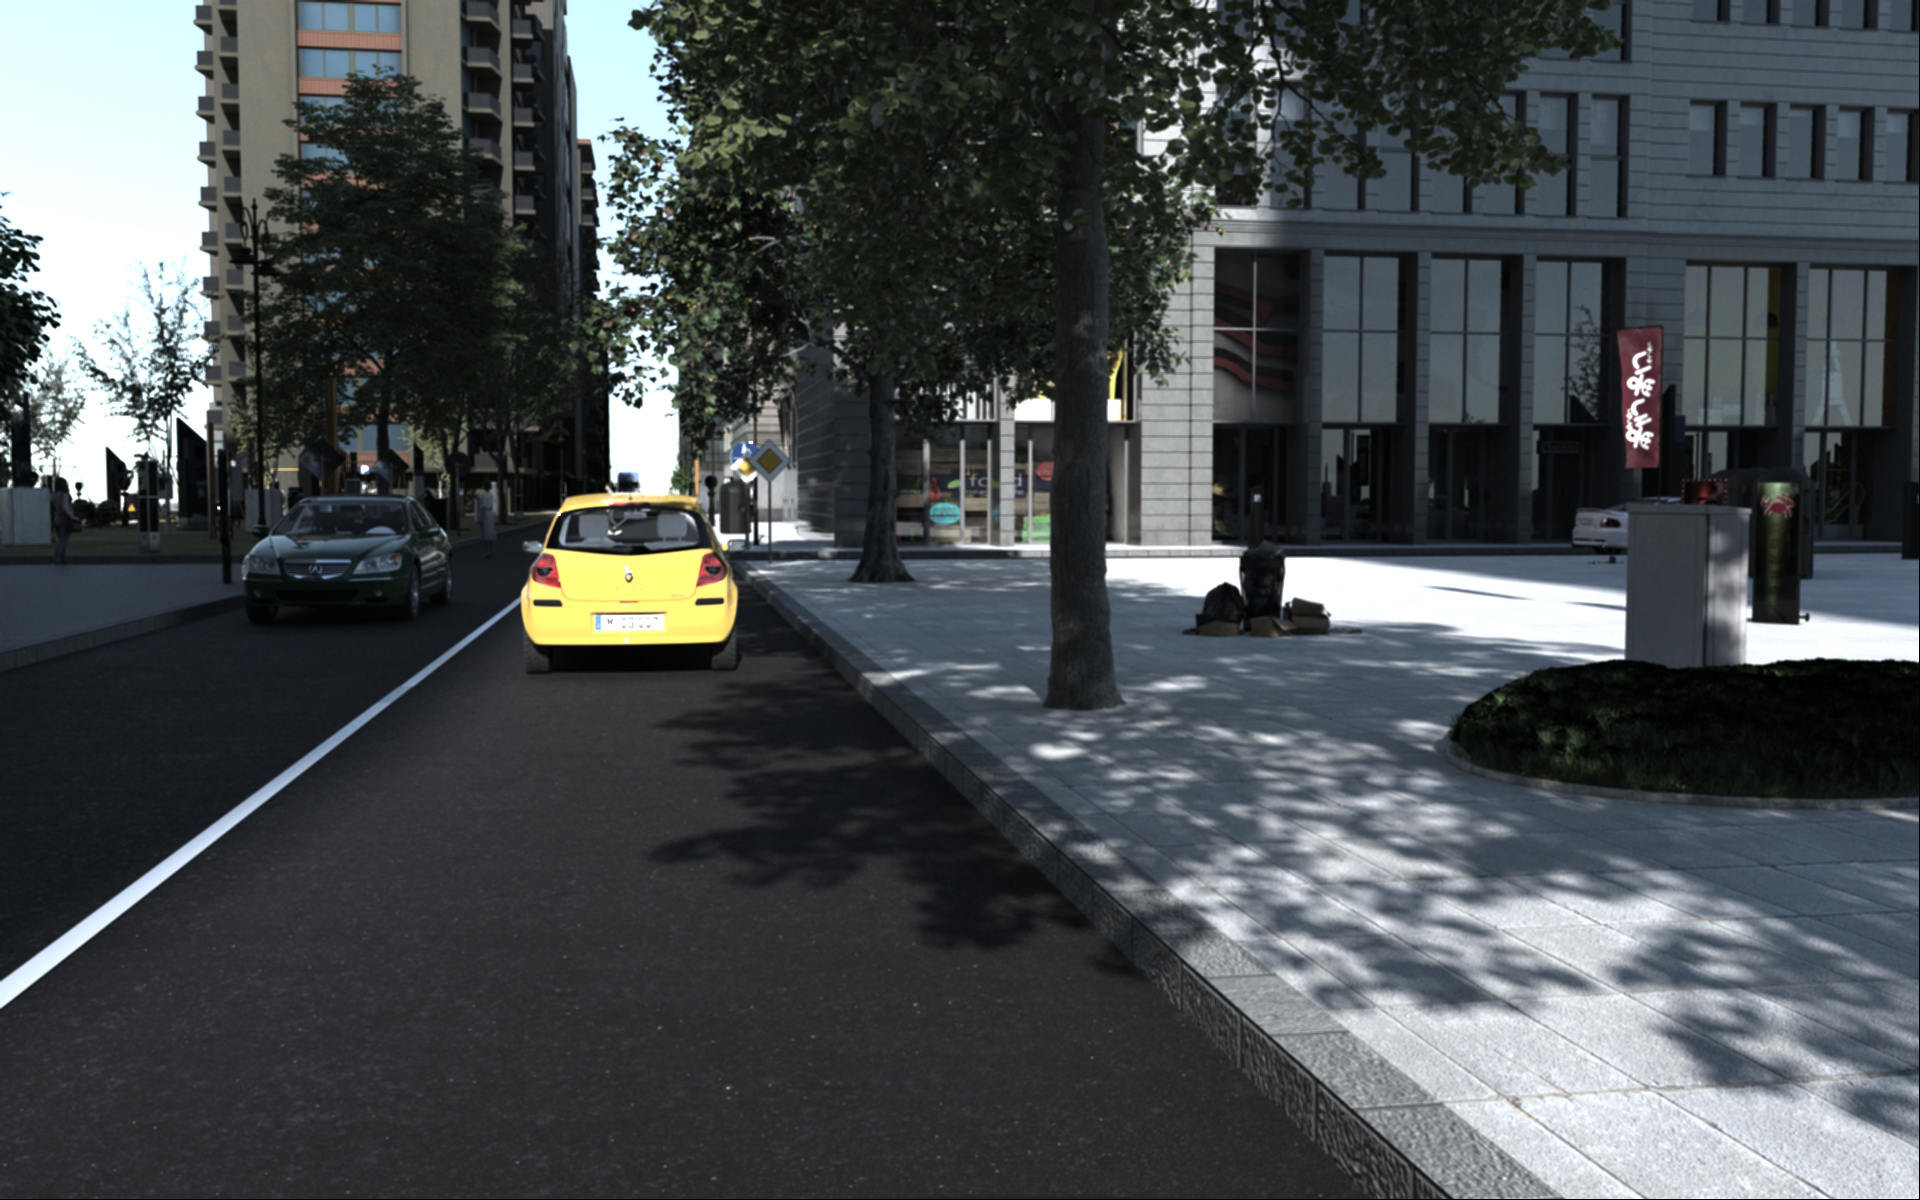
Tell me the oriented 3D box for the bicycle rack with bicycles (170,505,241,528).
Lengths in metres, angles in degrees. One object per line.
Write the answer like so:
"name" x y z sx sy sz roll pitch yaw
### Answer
"bicycle rack with bicycles" -28.229 -3.162 65.085 2.852 0.926 2.925 2 4 25

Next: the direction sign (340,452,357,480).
"direction sign" -32.895 -6.192 93.229 0.876 3.537 0.379 -1 4 -12

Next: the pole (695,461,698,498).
"pole" -15.853 -6.752 104.239 0.158 3.312 0.155 0 3 0

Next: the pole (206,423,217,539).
"pole" -21.463 -3.413 49.639 0.158 3.312 0.155 0 3 0

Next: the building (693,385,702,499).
"building" -12.918 -20.266 176.388 27.650 21.520 28.899 -1 4 -10

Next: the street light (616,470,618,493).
"street light" -52.864 -18.000 267.093 0.468 5.910 1.993 -1 4 -10

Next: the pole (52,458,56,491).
"pole" -51.283 -6.379 98.141 0.158 3.312 0.155 0 3 0

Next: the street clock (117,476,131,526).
"street clock" -33.740 -4.000 69.974 0.471 2.002 0.358 -3 5 -39

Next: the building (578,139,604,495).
"building" -54.732 -33.798 207.214 22.147 44.769 28.867 -1 4 -10

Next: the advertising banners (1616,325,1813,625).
"advertising banners" 7.605 -1.310 17.605 0.090 3.025 2.074 -3 5 -40

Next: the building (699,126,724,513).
"building" -11.685 -21.600 124.864 14.160 30.474 14.107 -1 4 -10

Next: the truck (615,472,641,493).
"truck" -40.465 -13.627 212.560 2.967 4.110 18.799 -1 4 -9

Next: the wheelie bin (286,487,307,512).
"wheelie bin" -31.034 -4.471 81.001 0.980 1.594 0.693 0 4 -7

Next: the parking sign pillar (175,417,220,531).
"parking sign pillar" -27.026 -4.454 61.302 1.447 3.967 1.447 1 4 23

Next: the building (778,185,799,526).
"building" 0.050 -17.090 66.814 14.401 28.519 23.554 -1 4 -10

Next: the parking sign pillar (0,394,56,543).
"parking sign pillar" -24.634 -3.489 45.511 1.447 3.967 1.447 -2 4 -29

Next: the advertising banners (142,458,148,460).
"advertising banners" -37.065 -5.001 77.961 0.090 3.025 2.074 0 4 6

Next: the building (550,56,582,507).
"building" -45.462 -32.003 173.360 14.600 45.320 14.200 -1 4 -10

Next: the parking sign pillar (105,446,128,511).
"parking sign pillar" -47.939 -6.732 98.532 1.447 3.967 1.447 1 4 12

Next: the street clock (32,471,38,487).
"street clock" -28.467 -2.962 52.999 0.358 2.002 0.471 3 5 45

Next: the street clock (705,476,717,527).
"street clock" -9.808 -3.898 68.304 0.471 2.002 0.358 2 4 33

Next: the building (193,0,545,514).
"building" -41.381 -28.705 123.958 22.147 44.769 28.867 -1 4 -10

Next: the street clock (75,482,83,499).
"street clock" -52.267 -6.006 102.770 0.358 2.002 0.471 0 4 0

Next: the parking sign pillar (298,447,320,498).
"parking sign pillar" -31.639 -5.854 84.191 1.447 3.967 1.447 3 5 42

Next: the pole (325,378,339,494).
"pole" -11.111 -2.252 30.670 0.158 3.312 0.155 0 3 0

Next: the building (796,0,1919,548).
"building" 10.603 -16.545 48.005 29.804 29.767 11.434 -1 4 -10

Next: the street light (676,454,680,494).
"street light" -30.364 -13.196 188.535 0.468 5.910 1.993 -1 4 -10

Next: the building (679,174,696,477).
"building" -24.951 -34.784 223.337 22.147 44.769 28.867 -1 4 -10

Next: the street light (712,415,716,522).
"street light" -11.189 -6.462 78.442 0.468 5.910 1.993 -1 4 -10

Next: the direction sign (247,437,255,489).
"direction sign" -28.106 -4.692 68.709 0.379 3.537 0.876 -3 4 -39

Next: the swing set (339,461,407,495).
"swing set" -28.216 -5.208 82.764 3.119 2.851 2.862 0 4 -5

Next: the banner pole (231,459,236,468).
"banner pole" -45.325 -7.187 107.532 0.863 3.779 0.401 -1 4 -16

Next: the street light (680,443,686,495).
"street light" -24.321 -11.054 153.516 0.468 5.910 1.993 -1 4 -10

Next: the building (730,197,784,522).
"building" -6.538 -14.579 87.525 9.793 20.994 18.267 -1 4 -10

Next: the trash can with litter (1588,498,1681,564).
"trash can with litter" 12.689 -1.274 31.896 2.233 1.210 1.678 0 4 7

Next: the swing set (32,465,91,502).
"swing set" -49.536 -5.930 94.574 2.862 2.851 3.119 1 4 22

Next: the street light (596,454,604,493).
"street light" -38.666 -12.992 185.206 0.468 5.910 1.993 -1 4 -10

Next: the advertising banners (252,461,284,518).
"advertising banners" -37.058 -5.895 92.572 0.090 3.025 2.074 2 4 32

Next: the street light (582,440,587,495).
"street light" -32.339 -10.798 149.337 0.468 5.910 1.993 -1 4 -10

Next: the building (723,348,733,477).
"building" -8.962 -15.369 106.042 10.420 20.320 16.860 -1 4 -10

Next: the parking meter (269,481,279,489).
"parking meter" -31.510 -4.519 79.590 0.255 1.863 0.399 3 5 43

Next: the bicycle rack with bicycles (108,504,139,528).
"bicycle rack with bicycles" -32.148 -3.166 65.148 2.852 0.926 2.925 3 4 37

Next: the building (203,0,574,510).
"building" -48.346 -34.387 151.462 28.713 52.752 27.495 -1 4 -10

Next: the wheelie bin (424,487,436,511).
"wheelie bin" -24.835 -4.460 80.823 0.693 1.594 0.980 -1 4 -9

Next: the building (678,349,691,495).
"building" -35.912 -30.142 264.521 14.160 30.474 14.107 -1 4 -10

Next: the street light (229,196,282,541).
"street light" -11.022 -3.330 27.228 0.468 5.910 1.993 -1 4 -10

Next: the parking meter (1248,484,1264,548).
"parking meter" 7.071 -2.014 41.348 0.372 1.533 0.369 0 3 0

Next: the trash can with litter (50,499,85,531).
"trash can with litter" -31.847 -3.078 61.387 1.678 1.210 2.233 1 4 20

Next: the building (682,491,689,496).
"building" -29.586 -49.452 246.789 20.563 71.187 20.611 -1 4 -10

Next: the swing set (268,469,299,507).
"swing set" -41.425 -6.761 108.167 3.119 2.851 2.862 0 4 6

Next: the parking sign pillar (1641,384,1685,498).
"parking sign pillar" 17.530 -3.347 43.203 1.447 3.967 1.447 0 4 -7

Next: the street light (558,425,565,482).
"street light" -26.281 -8.656 114.320 0.468 5.910 1.993 -1 4 -10

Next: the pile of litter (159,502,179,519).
"pile of litter" -40.379 -4.538 88.161 1.176 0.858 1.719 -3 5 -40

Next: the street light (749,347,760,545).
"street light" -5.121 -4.314 43.318 0.468 5.910 1.993 -1 4 -10

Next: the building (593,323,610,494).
"building" -59.608 -29.754 258.175 14.160 30.474 14.107 -1 4 -10

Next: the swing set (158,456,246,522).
"swing set" -31.395 -4.474 70.769 3.119 2.851 2.862 1 4 19

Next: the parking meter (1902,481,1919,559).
"parking meter" 18.775 -1.571 34.095 0.372 1.533 0.369 0 3 0

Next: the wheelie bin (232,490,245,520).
"wheelie bin" -36.250 -4.840 87.040 0.693 1.594 0.980 1 4 17

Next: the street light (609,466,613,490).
"street light" -46.570 -15.807 231.237 0.468 5.910 1.993 -1 4 -10
